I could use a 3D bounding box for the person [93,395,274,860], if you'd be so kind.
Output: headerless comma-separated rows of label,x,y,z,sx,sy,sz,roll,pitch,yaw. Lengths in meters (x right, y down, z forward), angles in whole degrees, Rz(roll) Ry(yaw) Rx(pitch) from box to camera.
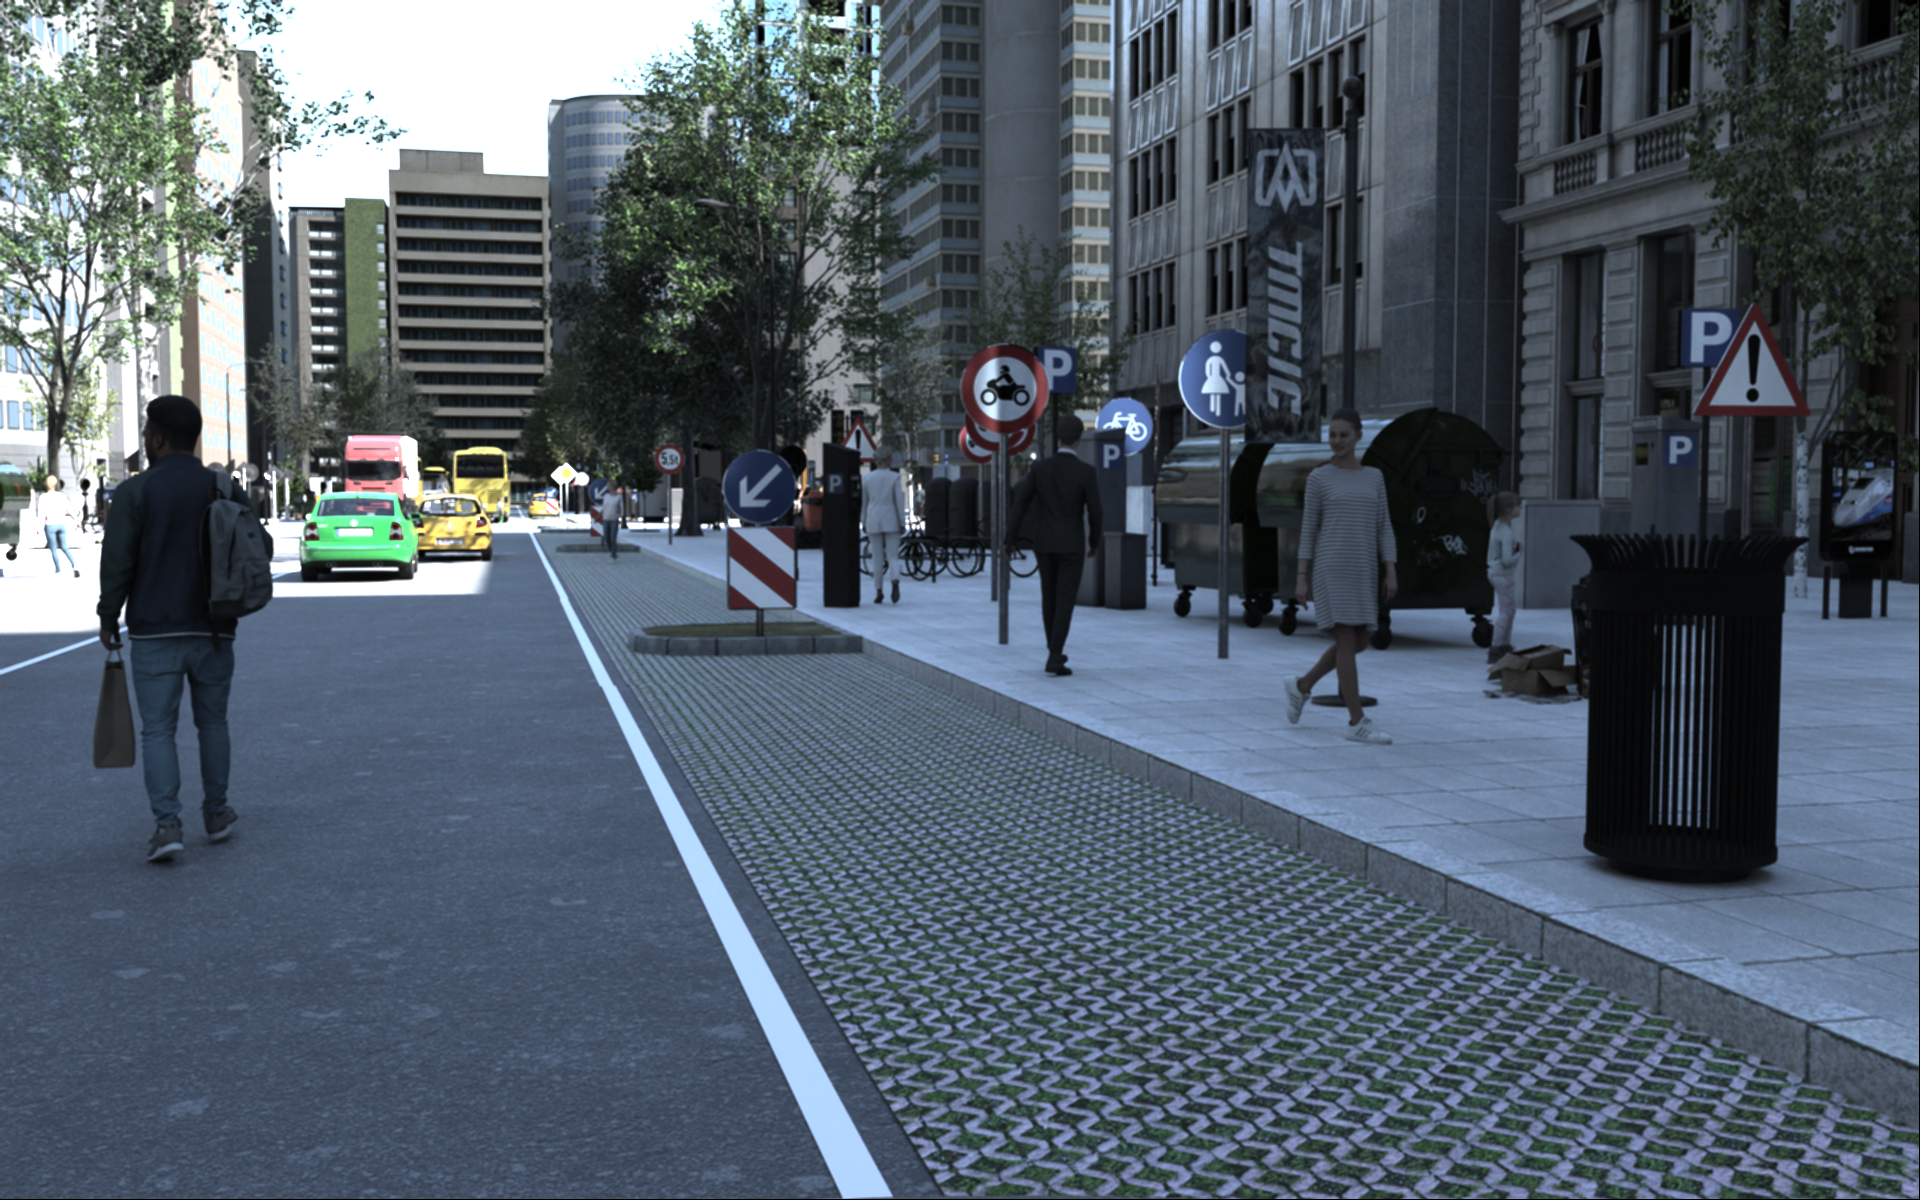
person,-3.146,0.098,6.883,0.794,1.824,0.713,-1,4,-22

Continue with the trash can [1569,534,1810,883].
trash can,2.458,0.352,5.894,0.748,1.137,0.748,0,3,0

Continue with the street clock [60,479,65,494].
street clock,-43.644,-4.853,83.911,0.471,2.002,0.358,-1,4,-17

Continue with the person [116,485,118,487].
person,-49.025,-5.794,100.805,0.654,1.822,0.581,1,4,18

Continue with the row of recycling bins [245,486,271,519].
row of recycling bins,-37.224,-5.172,91.680,1.069,1.692,3.534,-2,4,-30

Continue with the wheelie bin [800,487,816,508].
wheelie bin,-6.411,-4.087,74.728,0.693,1.594,0.980,2,4,32

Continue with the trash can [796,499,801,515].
trash can,-9.132,-5.321,98.649,0.748,1.137,0.748,0,3,0

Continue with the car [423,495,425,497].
car,-34.009,-5.961,109.825,2.083,1.381,4.827,-1,4,-13

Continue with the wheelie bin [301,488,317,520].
wheelie bin,-32.406,-4.792,86.260,0.693,1.594,0.980,0,4,-8

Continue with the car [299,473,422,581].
car,-10.374,-1.301,30.061,1.959,1.807,4.718,-1,4,-16

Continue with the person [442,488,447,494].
person,-30.919,-5.847,104.285,0.537,1.800,0.526,-3,4,-36

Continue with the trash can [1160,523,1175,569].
trash can,3.774,-1.119,29.949,0.748,1.137,0.748,0,3,0

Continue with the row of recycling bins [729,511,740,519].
row of recycling bins,-10.862,-4.940,87.877,3.534,1.692,1.069,0,4,6

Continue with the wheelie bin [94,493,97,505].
wheelie bin,-46.909,-5.314,94.793,0.693,1.594,0.980,0,4,3

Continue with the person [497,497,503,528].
person,-19.273,-3.657,72.540,0.306,1.304,0.590,0,4,4

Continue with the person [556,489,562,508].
person,-36.174,-9.153,156.497,0.742,1.727,0.445,0,4,4

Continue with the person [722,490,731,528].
person,-8.829,-3.611,65.672,0.593,1.750,0.643,3,4,38

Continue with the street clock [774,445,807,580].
street clock,-2.526,-1.292,25.695,0.471,2.002,0.358,-2,4,-32

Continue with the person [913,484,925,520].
person,-2.073,-4.919,86.648,0.661,1.801,0.590,3,4,37

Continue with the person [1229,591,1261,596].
person,3.497,-0.943,21.817,0.721,1.781,0.623,-1,4,-22

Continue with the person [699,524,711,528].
person,-9.756,-3.585,65.488,0.563,1.720,0.643,-3,5,-43

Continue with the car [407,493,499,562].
car,-11.232,-1.717,38.303,2.015,1.641,3.980,-1,4,-15

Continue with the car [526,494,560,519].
car,-24.645,-5.639,102.421,2.015,1.641,3.980,-1,4,-14

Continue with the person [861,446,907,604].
person,-0.881,-0.865,20.066,0.514,1.842,0.818,-1,4,-10

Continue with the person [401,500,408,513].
person,-17.235,-2.471,53.591,0.352,1.250,0.332,0,4,-1

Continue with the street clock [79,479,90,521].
street clock,-41.611,-4.758,82.370,0.358,2.002,0.471,1,4,20

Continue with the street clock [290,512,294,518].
street clock,-35.750,-5.385,92.620,0.471,2.002,0.358,0,4,-5

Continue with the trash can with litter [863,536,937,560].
trash can with litter,-1.291,-1.432,34.464,1.678,1.210,2.233,-2,4,-34

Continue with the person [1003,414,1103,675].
person,0.730,-0.405,12.442,0.659,1.850,0.755,1,4,23

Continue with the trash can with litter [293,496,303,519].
trash can with litter,-33.436,-4.675,87.824,0.624,1.170,1.055,-2,4,-27

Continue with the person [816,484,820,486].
person,-7.088,-4.930,86.894,0.600,1.795,0.529,2,4,29

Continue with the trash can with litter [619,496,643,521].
trash can with litter,-15.491,-4.391,82.847,1.678,1.210,2.233,0,4,2

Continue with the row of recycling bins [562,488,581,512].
row of recycling bins,-27.022,-7.200,124.836,3.534,1.692,1.069,1,4,16

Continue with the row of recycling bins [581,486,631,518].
row of recycling bins,-18.474,-5.167,91.589,1.069,1.692,3.534,1,4,19

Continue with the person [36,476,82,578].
person,-15.298,-1.248,29.578,0.598,1.740,0.731,1,4,18

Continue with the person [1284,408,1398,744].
person,1.984,-0.143,9.139,0.466,1.731,0.760,-3,5,-41

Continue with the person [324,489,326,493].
person,-50.520,-8.059,137.982,0.728,1.800,0.709,-2,4,-30

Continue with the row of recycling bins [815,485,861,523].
row of recycling bins,-4.933,-4.325,77.828,3.534,1.692,1.069,0,4,5

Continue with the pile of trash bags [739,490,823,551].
pile of trash bags,-3.920,-1.860,40.170,1.912,1.369,3.447,-2,4,-27

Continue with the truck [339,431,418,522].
truck,-26.480,-5.531,79.349,2.839,4.237,11.283,-1,4,-14

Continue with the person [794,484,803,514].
person,-8.367,-5.044,88.488,0.573,1.828,0.580,3,4,38

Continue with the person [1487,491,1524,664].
person,4.142,-0.170,13.108,0.394,1.301,0.425,-1,4,-10

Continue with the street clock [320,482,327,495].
street clock,-39.277,-6.249,106.734,0.358,2.002,0.471,2,4,29

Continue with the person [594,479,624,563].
person,-7.235,-1.633,35.869,0.731,1.740,0.598,1,4,11

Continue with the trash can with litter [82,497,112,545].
trash can with litter,-21.779,-2.063,44.792,1.678,1.210,2.233,-1,4,-14

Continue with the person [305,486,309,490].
person,-36.255,-5.474,96.375,0.643,1.720,0.563,2,4,33

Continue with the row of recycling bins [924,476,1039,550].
row of recycling bins,0.545,-2.070,40.959,3.534,1.692,1.069,3,5,40
